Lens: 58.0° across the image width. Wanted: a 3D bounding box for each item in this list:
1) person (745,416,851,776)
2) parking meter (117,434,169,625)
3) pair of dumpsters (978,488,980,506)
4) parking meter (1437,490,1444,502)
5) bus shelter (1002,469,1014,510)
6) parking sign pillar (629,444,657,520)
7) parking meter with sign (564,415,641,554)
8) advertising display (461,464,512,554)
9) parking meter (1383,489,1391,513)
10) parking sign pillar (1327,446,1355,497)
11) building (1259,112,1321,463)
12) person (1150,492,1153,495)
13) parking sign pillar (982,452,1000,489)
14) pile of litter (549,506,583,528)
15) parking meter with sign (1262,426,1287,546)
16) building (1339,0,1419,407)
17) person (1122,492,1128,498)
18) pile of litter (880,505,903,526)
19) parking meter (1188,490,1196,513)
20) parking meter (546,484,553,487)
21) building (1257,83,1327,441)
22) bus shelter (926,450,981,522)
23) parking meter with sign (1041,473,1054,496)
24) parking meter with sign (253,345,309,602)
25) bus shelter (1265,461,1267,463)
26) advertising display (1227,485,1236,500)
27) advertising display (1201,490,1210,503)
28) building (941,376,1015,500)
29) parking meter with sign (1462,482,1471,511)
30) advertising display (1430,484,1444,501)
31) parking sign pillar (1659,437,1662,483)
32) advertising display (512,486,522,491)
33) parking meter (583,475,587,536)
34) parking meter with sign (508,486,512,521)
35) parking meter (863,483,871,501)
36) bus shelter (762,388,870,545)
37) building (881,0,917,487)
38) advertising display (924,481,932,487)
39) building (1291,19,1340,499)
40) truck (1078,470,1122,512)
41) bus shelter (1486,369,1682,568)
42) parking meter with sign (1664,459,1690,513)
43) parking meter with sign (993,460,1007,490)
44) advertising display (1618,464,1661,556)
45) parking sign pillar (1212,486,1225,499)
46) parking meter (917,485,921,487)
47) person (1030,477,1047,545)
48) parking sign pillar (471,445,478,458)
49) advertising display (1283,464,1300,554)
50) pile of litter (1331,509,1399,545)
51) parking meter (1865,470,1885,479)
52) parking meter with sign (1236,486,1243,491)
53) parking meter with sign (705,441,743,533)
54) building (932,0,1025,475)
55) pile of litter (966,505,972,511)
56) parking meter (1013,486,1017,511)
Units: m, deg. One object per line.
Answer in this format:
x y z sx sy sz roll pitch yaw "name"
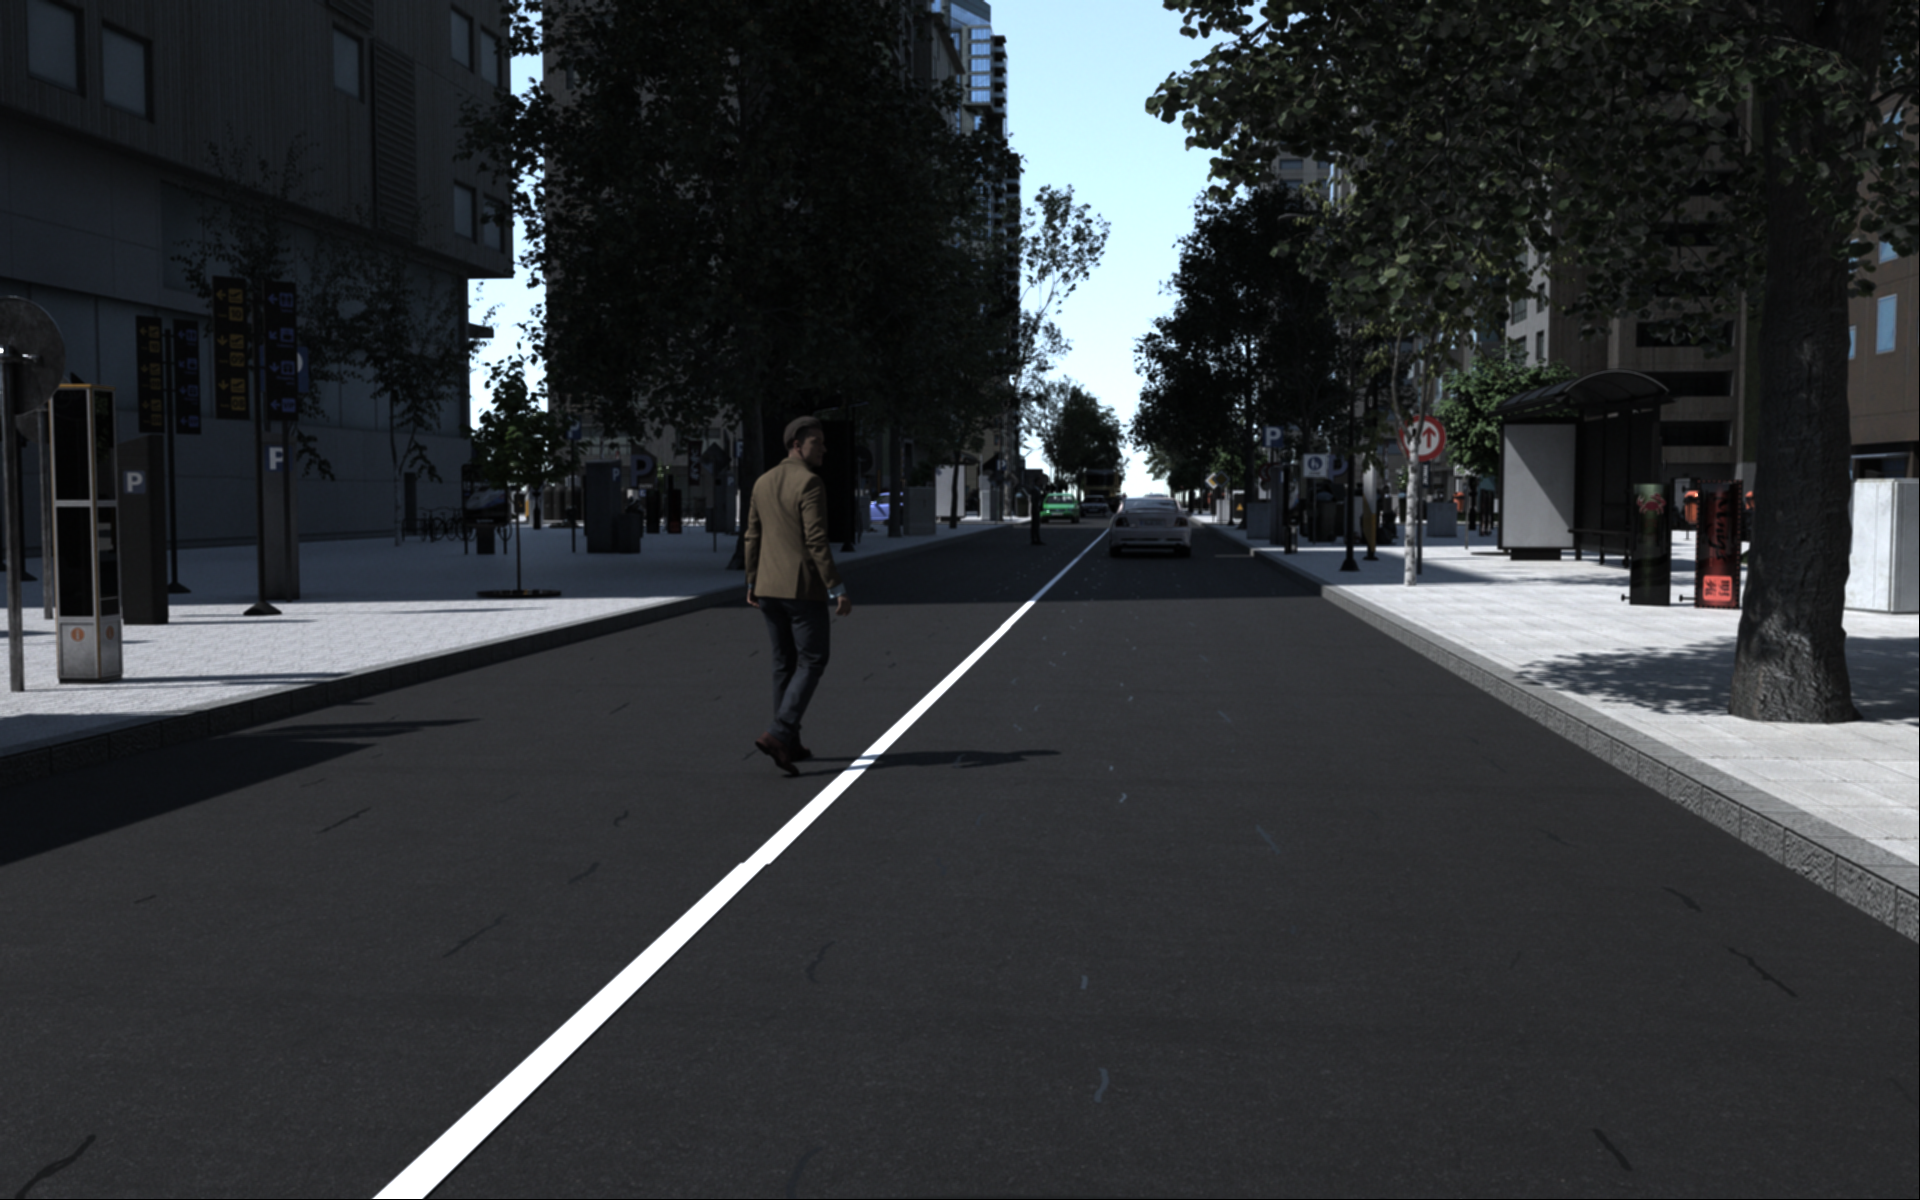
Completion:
-0.855 -0.039 9.043 0.656 1.842 0.836 1 4 13 "person"
-8.046 -0.692 17.028 0.399 1.863 0.255 0 4 5 "parking meter"
2.101 -7.329 122.320 1.574 2.255 4.437 0 4 6 "pair of dumpsters"
27.560 -5.560 99.322 0.372 1.533 0.369 0 3 0 "parking meter"
2.442 -7.517 116.822 2.014 3.302 5.546 0 4 6 "bus shelter"
-15.648 -5.941 85.614 1.447 3.967 1.447 0 4 3 "parking sign pillar"
-7.764 -2.536 37.720 1.738 3.016 0.543 2 4 25 "parking meter with sign"
-10.128 -1.941 36.948 0.974 1.923 0.123 0 4 3 "advertising display"
22.169 -4.988 89.968 0.372 1.533 0.369 0 3 0 "parking meter"
18.703 -5.908 85.062 1.447 3.967 1.447 3 5 41 "parking sign pillar"
57.962 -44.728 273.298 21.231 58.520 28.212 0 4 6 "building"
30.492 -16.424 276.903 0.709 1.838 0.599 -2 4 -33 "person"
2.017 -7.572 112.275 1.447 3.967 1.447 2 4 29 "parking sign pillar"
-14.898 -3.148 65.429 1.176 0.858 1.719 -2 4 -25 "pile of litter"
8.081 -2.897 43.633 0.543 3.016 1.738 0 4 -5 "parking meter with sign"
46.971 -38.169 166.057 21.231 58.520 28.212 0 4 6 "building"
23.156 -14.293 242.871 1.217 1.739 0.721 -3 5 -40 "person"
-2.662 -3.456 70.471 1.176 0.858 1.719 3 5 43 "pile of litter"
15.806 -6.735 118.531 0.372 1.533 0.369 0 3 0 "parking meter"
-28.297 -6.957 119.454 0.255 1.863 0.399 1 4 11 "parking meter"
60.076 -52.569 297.760 20.563 71.187 20.611 0 4 6 "building"
-0.246 -5.375 81.812 2.014 3.302 5.546 0 4 6 "bus shelter"
7.439 -9.042 144.104 1.738 3.016 0.543 3 4 37 "parking meter with sign"
-8.337 -1.523 21.169 0.543 3.016 1.738 -2 4 -28 "parking meter with sign"
19.262 -7.458 113.216 1.731 3.624 6.357 0 4 6 "bus shelter"
15.924 -5.912 101.877 0.123 1.923 0.974 -2 4 -26 "advertising display"
20.833 -8.651 146.657 0.974 1.923 0.123 -2 4 -32 "advertising display"
-6.240 -25.972 269.677 27.650 21.520 28.899 0 4 6 "building"
32.662 -7.102 112.377 0.543 3.016 1.738 -1 4 -14 "parking meter with sign"
30.148 -6.378 109.493 0.974 1.923 0.123 -2 4 -24 "advertising display"
32.513 -5.707 81.785 1.447 3.967 1.447 -2 4 -29 "parking sign pillar"
-31.023 -7.085 121.053 0.974 1.923 0.123 2 4 32 "advertising display"
-11.343 -2.905 53.213 0.255 1.863 0.399 3 5 43 "parking meter"
-21.966 -5.205 81.369 1.738 3.016 0.543 0 4 3 "parking meter with sign"
-4.853 -5.192 90.595 0.399 1.863 0.255 1 4 8 "parking meter"
-3.468 -3.031 40.837 1.731 3.624 6.357 0 4 6 "bus shelter"
-13.063 -44.525 166.232 20.563 71.187 20.611 0 4 6 "building"
-1.499 -4.768 83.166 0.123 1.923 0.974 1 4 23 "advertising display"
50.219 -53.968 195.055 22.319 86.520 31.000 0 4 6 "building"
11.449 -8.770 139.309 3.469 3.379 9.791 0 4 8 "truck"
10.912 -2.256 30.811 2.014 3.302 5.546 0 4 6 "bus shelter"
36.096 -5.519 86.499 1.738 3.016 0.543 1 4 21 "parking meter with sign"
1.963 -5.655 88.719 0.543 3.016 1.738 -1 4 -10 "parking meter with sign"
14.157 -1.892 36.140 0.974 1.923 0.123 -1 4 -17 "advertising display"
18.454 -8.190 122.376 1.447 3.967 1.447 1 4 16 "parking sign pillar"
-2.788 -6.781 116.585 0.255 1.863 0.399 0 4 8 "parking meter"
2.232 -2.525 49.138 0.474 1.900 0.648 0 4 4 "person"
-19.070 -4.808 67.076 1.447 3.967 1.447 2 4 27 "parking sign pillar"
7.121 -1.957 37.210 0.123 1.923 0.974 2 4 25 "advertising display"
10.246 -1.835 43.969 1.719 0.858 1.176 0 4 8 "pile of litter"
22.014 -2.201 41.704 0.255 1.863 0.399 -2 4 -24 "parking meter"
18.957 -7.453 118.109 1.738 3.016 0.543 0 4 -1 "parking meter with sign"
-7.834 -3.755 57.657 1.738 3.016 0.543 3 5 43 "parking meter with sign"
0.436 -60.215 297.179 22.319 86.520 31.000 0 4 6 "building"
0.147 -7.103 130.097 1.719 0.858 1.176 1 4 9 "pile of litter"
3.677 -6.504 112.047 0.399 1.863 0.255 3 5 43 "parking meter"
